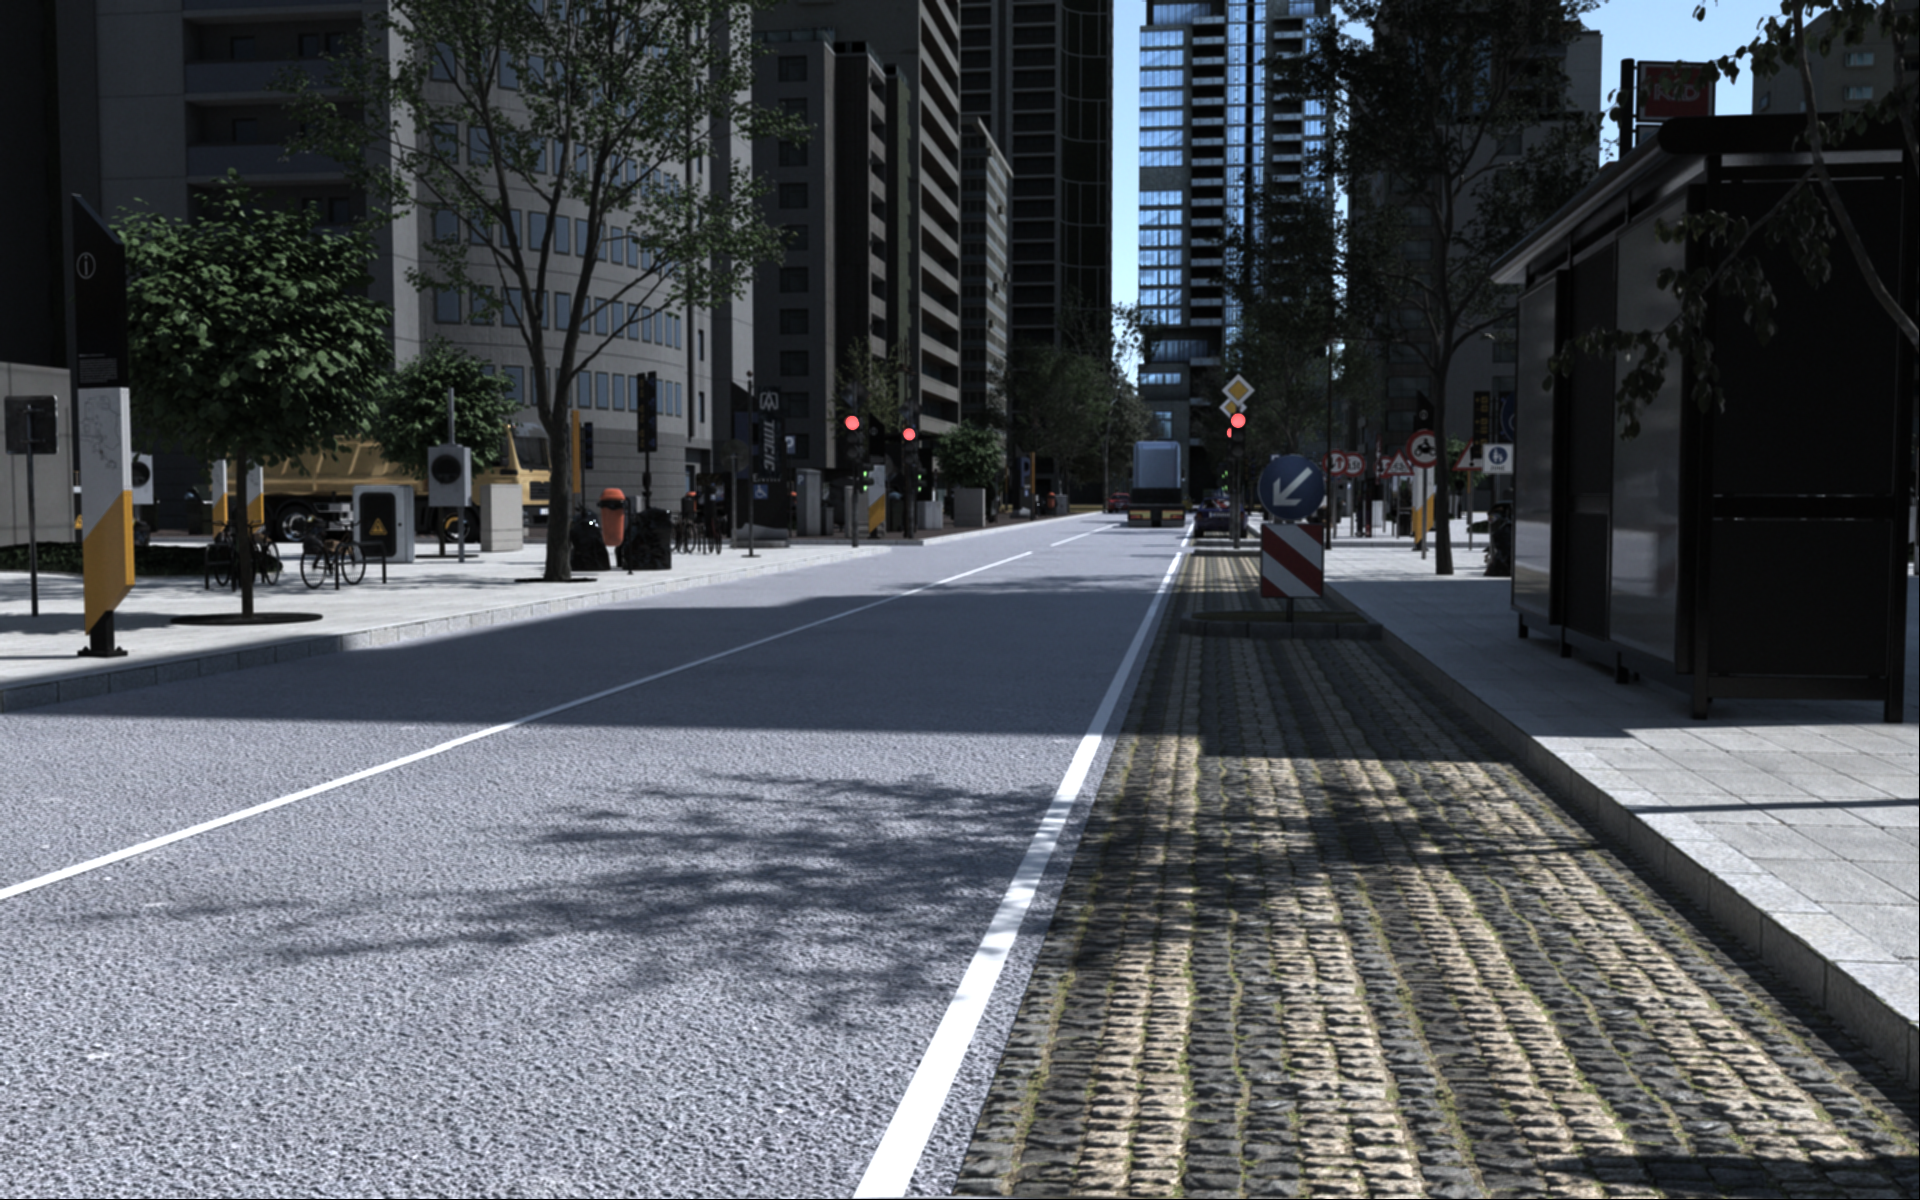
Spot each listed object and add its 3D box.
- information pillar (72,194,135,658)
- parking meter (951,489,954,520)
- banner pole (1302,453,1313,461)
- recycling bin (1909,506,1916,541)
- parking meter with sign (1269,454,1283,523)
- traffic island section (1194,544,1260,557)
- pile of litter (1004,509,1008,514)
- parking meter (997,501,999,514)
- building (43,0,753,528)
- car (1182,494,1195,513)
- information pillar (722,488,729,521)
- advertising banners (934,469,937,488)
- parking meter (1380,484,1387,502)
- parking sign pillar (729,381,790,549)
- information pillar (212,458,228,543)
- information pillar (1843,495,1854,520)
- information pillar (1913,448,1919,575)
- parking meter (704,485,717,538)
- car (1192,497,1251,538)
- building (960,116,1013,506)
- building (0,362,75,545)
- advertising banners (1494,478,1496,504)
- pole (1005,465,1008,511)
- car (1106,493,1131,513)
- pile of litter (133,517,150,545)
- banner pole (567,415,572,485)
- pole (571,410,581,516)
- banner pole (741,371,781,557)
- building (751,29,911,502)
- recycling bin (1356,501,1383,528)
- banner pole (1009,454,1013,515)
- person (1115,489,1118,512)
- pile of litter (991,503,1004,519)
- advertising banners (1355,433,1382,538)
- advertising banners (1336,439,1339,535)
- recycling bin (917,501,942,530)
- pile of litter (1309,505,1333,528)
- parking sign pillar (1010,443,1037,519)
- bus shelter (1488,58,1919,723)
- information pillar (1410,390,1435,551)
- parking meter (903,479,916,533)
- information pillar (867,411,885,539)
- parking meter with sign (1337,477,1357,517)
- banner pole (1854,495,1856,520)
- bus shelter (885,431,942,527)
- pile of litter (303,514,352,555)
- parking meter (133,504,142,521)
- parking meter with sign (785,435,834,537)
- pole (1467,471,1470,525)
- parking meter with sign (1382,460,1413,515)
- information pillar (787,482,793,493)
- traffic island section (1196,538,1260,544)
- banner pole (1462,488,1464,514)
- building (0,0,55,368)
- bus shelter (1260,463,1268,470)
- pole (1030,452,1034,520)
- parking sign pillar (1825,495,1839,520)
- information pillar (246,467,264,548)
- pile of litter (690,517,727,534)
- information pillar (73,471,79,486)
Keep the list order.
[{"bbox_3d":[-6.711,-1.358,13.564,0.504,3.616,0.183,2,4,24],"label":"information pillar"},{"bbox_3d":[-0.276,-4.749,86.049,0.372,1.533,0.369,0,3,0],"label":"parking meter"},{"bbox_3d":[21.216,-7.103,106.145,0.863,3.779,0.401,0,4,-8],"label":"banner pole"},{"bbox_3d":[19.977,-1.418,35.745,0.722,1.027,0.722,-2,4,-30],"label":"recycling bin"},{"bbox_3d":[13.716,-4.809,74.893,0.543,3.016,1.738,0,4,5],"label":"parking meter with sign"},{"bbox_3d":[6.498,-1.117,40.537,2.009,0.180,2.903,0,4,8],"label":"traffic island section"},{"bbox_3d":[2.636,-6.093,113.582,1.719,0.858,1.176,-3,4,-38],"label":"pile of litter"},{"bbox_3d":[2.285,-6.272,110.961,0.372,1.533,0.369,0,3,0],"label":"parking meter"},{"bbox_3d":[-23.101,-32.679,76.308,21.231,58.520,28.212,0,4,8],"label":"building"},{"bbox_3d":[17.128,-7.574,134.060,2.015,1.641,3.980,1,4,9],"label":"car"},{"bbox_3d":[-9.462,-4.009,70.035,0.304,2.012,0.304,-2,4,-24],"label":"information pillar"},{"bbox_3d":[-1.998,-7.587,120.236,0.090,3.025,2.074,-2,4,-25],"label":"advertising banners"},{"bbox_3d":[24.168,-5.697,98.856,0.399,1.863,0.255,-2,4,-32],"label":"parking meter"},{"bbox_3d":[-4.790,-3.231,41.303,1.447,3.967,1.447,-1,4,-14],"label":"parking sign pillar"},{"bbox_3d":[-17.940,-3.092,41.906,0.504,3.616,0.183,2,4,32],"label":"information pillar"},{"bbox_3d":[35.673,-3.980,69.564,0.304,2.012,0.304,0,4,6],"label":"information pillar"},{"bbox_3d":[15.300,-1.395,27.303,0.304,2.012,0.304,-1,4,-15],"label":"information pillar"},{"bbox_3d":[-7.348,-2.607,51.039,0.372,1.533,0.369,0,3,0],"label":"parking meter"},{"bbox_3d":[8.652,-2.736,57.309,1.945,1.354,3.894,1,4,10],"label":"car"},{"bbox_3d":[-7.501,-29.602,175.876,23.993,40.220,32.217,0,4,8],"label":"building"},{"bbox_3d":[-29.082,-35.787,23.366,20.611,71.187,20.563,0,4,8],"label":"building"},{"bbox_3d":[24.253,-5.042,78.627,0.090,3.025,2.074,1,4,12],"label":"advertising banners"},{"bbox_3d":[3.235,-7.748,120.524,0.158,3.312,0.155,0,3,0],"label":"pole"},{"bbox_3d":[12.281,-7.557,132.593,2.155,1.783,4.494,1,4,9],"label":"car"},{"bbox_3d":[-15.314,-1.154,32.840,1.176,0.858,1.719,-1,4,-12],"label":"pile of litter"},{"bbox_3d":[-12.256,-3.919,54.086,0.863,3.779,0.401,2,4,27],"label":"banner pole"},{"bbox_3d":[-9.364,-2.961,42.251,0.158,3.312,0.155,0,3,0],"label":"pole"},{"bbox_3d":[-4.032,-2.766,35.236,0.863,3.779,0.401,0,4,-1],"label":"banner pole"},{"bbox_3d":[-11.279,-20.821,112.118,14.160,30.474,14.107,0,4,8],"label":"building"},{"bbox_3d":[15.774,-3.312,66.713,0.722,1.027,0.722,-2,4,-32],"label":"recycling bin"},{"bbox_3d":[3.237,-7.256,108.660,0.401,3.779,0.863,-2,4,-24],"label":"banner pole"},{"bbox_3d":[12.259,-7.778,135.654,0.705,1.826,1.348,1,4,11],"label":"person"},{"bbox_3d":[1.233,-4.539,88.180,1.176,0.858,1.719,-1,4,-19],"label":"pile of litter"},{"bbox_3d":[12.028,-3.350,50.954,0.090,3.025,2.074,0,4,-6],"label":"advertising banners"},{"bbox_3d":[11.881,-3.578,54.692,0.090,3.025,2.074,1,4,10],"label":"advertising banners"},{"bbox_3d":[-1.086,-3.030,62.103,0.722,1.027,0.722,-2,4,-23],"label":"recycling bin"},{"bbox_3d":[13.643,-3.156,65.561,1.176,0.858,1.719,-3,4,-38],"label":"pile of litter"},{"bbox_3d":[3.341,-6.297,91.429,1.447,3.967,1.447,3,4,36],"label":"parking sign pillar"},{"bbox_3d":[5.571,-2.212,13.798,2.179,5.291,8.768,1,4,8],"label":"bus shelter"},{"bbox_3d":[10.455,-2.913,38.990,0.504,3.616,0.183,-2,4,-26],"label":"information pillar"},{"bbox_3d":[-1.664,-3.145,57.140,0.399,1.863,0.255,-2,4,-27],"label":"parking meter"},{"bbox_3d":[-2.380,-3.538,49.193,0.504,3.616,0.183,-1,4,-21],"label":"information pillar"},{"bbox_3d":[21.250,-6.085,95.752,0.543,3.016,1.738,-3,5,-39],"label":"parking meter with sign"},{"bbox_3d":[24.721,-3.548,48.031,0.863,3.779,0.401,-2,4,-25],"label":"banner pole"},{"bbox_3d":[-2.029,-4.636,67.088,1.731,3.624,6.357,0,4,8],"label":"bus shelter"},{"bbox_3d":[-13.513,-1.410,37.025,1.176,0.858,1.719,0,4,-4],"label":"pile of litter"},{"bbox_3d":[-18.911,-1.907,39.596,0.372,1.533,0.369,0,3,0],"label":"parking meter"},{"bbox_3d":[-4.550,-3.426,52.280,0.543,3.016,1.738,3,4,38],"label":"parking meter with sign"},{"bbox_3d":[21.277,-4.796,72.260,0.158,3.312,0.155,0,3,0],"label":"pole"},{"bbox_3d":[22.214,-5.625,88.222,1.738,3.016,0.543,-2,4,-29],"label":"parking meter with sign"},{"bbox_3d":[-10.046,-5.979,102.246,0.304,2.012,0.304,-3,4,-36],"label":"information pillar"},{"bbox_3d":[7.626,-1.600,48.442,2.009,0.180,2.903,0,4,8],"label":"traffic island section"},{"bbox_3d":[32.202,-7.372,110.553,0.401,3.779,0.863,2,4,31],"label":"banner pole"},{"bbox_3d":[-44.153,-18.318,71.205,14.107,30.474,14.160,0,4,8],"label":"building"},{"bbox_3d":[18.868,-6.648,102.625,2.014,3.302,5.546,1,4,8],"label":"bus shelter"},{"bbox_3d":[3.517,-5.532,84.292,0.158,3.312,0.155,0,3,0],"label":"pole"},{"bbox_3d":[32.568,-4.717,65.601,1.447,3.967,1.447,3,5,44],"label":"parking sign pillar"},{"bbox_3d":[-16.539,-3.001,40.428,0.504,3.616,0.183,0,4,6],"label":"information pillar"},{"bbox_3d":[-7.921,-2.542,55.535,1.719,0.858,1.176,0,4,5],"label":"pile of litter"},{"bbox_3d":[-28.512,-3.133,55.711,0.304,2.012,0.304,-1,4,-15],"label":"information pillar"}]
